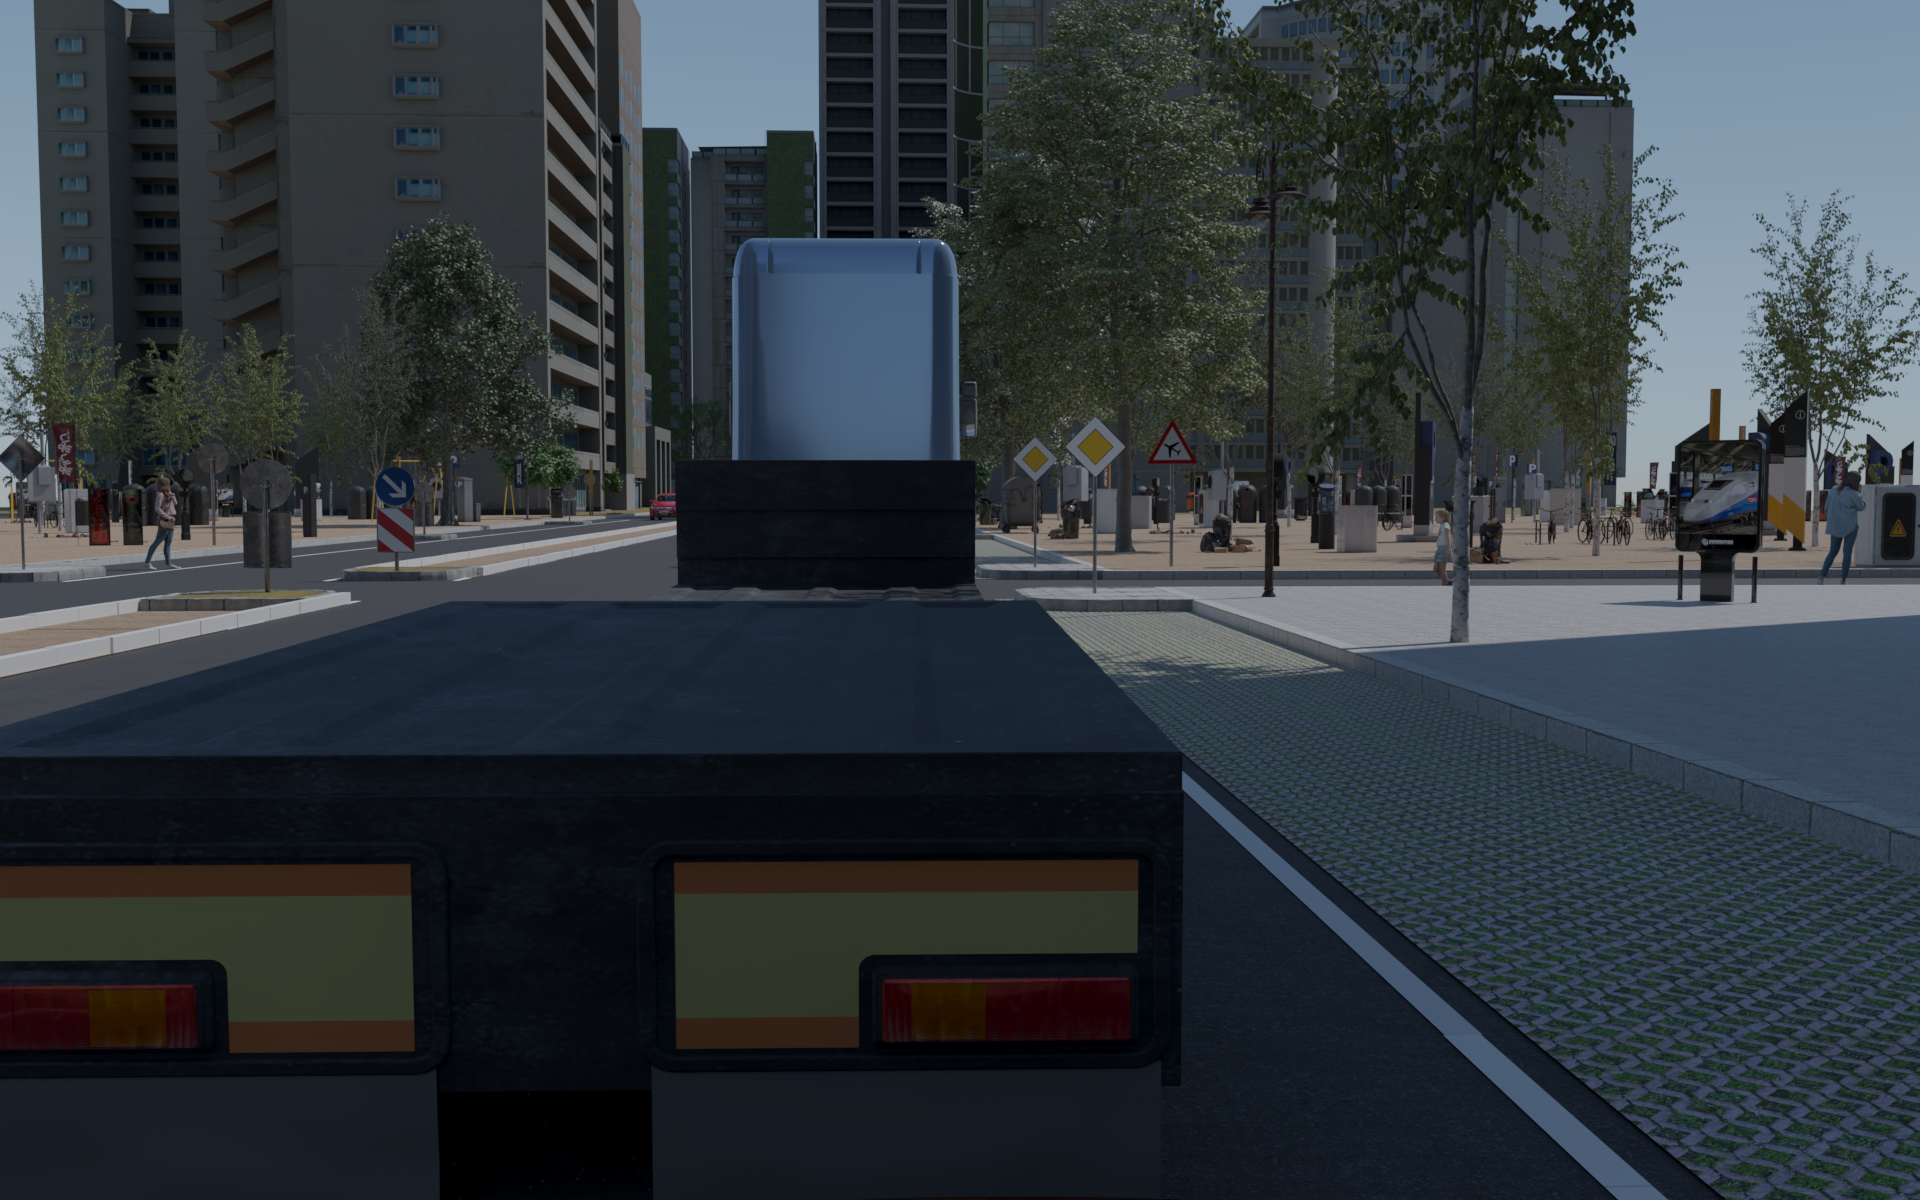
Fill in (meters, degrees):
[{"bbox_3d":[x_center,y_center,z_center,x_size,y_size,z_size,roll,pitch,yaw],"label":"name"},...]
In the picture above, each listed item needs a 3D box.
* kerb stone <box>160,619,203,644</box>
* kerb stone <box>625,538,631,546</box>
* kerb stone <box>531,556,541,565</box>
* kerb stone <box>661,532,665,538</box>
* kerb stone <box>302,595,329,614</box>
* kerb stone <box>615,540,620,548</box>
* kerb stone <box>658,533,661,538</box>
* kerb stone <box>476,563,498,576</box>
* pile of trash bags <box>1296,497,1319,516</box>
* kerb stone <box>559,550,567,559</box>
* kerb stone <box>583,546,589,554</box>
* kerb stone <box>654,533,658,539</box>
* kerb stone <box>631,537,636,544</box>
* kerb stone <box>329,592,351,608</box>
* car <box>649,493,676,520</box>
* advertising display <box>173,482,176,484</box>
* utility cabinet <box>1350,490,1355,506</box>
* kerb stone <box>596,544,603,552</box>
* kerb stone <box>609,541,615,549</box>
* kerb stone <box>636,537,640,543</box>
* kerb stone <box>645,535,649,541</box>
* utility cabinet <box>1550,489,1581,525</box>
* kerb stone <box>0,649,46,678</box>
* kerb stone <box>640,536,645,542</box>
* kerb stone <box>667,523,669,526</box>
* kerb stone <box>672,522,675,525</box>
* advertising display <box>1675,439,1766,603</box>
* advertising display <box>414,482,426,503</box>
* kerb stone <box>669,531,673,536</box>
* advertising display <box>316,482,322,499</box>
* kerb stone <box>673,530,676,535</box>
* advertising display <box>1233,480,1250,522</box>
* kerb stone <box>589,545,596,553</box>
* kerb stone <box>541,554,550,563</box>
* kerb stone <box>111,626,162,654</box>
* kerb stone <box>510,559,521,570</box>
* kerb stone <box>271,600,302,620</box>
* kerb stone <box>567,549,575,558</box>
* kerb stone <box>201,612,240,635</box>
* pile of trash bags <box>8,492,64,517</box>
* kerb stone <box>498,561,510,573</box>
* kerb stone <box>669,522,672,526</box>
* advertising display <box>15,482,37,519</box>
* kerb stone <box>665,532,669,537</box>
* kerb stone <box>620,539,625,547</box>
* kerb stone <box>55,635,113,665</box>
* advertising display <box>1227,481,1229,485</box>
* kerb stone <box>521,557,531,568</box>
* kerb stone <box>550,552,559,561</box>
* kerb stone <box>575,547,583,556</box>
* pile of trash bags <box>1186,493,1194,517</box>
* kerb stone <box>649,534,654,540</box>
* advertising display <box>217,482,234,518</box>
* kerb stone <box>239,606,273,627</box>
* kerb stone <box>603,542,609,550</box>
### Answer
[{"bbox_3d":[-7.717,0.317,17.012,0.120,0.150,1.000,0,4,-3],"label":"kerb stone"},{"bbox_3d":[-9.376,-1.595,48.278,0.120,0.150,1.000,0,4,-3],"label":"kerb stone"},{"bbox_3d":[-8.667,-0.781,34.965,0.120,0.150,1.000,0,4,-3],"label":"kerb stone"},{"bbox_3d":[-9.818,-2.097,56.477,0.120,0.150,1.000,0,4,-3],"label":"kerb stone"},{"bbox_3d":[-7.934,0.067,21.104,0.120,0.150,1.000,0,4,-3],"label":"kerb stone"},{"bbox_3d":[-9.272,-1.470,46.226,0.120,0.150,1.000,0,4,-3],"label":"kerb stone"},{"bbox_3d":[-9.763,-2.034,55.446,0.120,0.150,1.000,0,4,-3],"label":"kerb stone"},{"bbox_3d":[-8.447,-0.531,30.870,0.120,0.150,1.000,0,4,-3],"label":"kerb stone"},{"bbox_3d":[19.742,-5.634,101.868,3.447,1.369,1.912,-2,4,-33],"label":"pile of trash bags"},{"bbox_3d":[-8.843,-0.969,38.039,0.120,0.150,1.000,0,4,-3],"label":"kerb stone"},{"bbox_3d":[-8.999,-1.157,41.116,0.120,0.150,1.000,0,4,-3],"label":"kerb stone"},{"bbox_3d":[-9.702,-1.971,54.425,0.120,0.150,1.000,0,4,-3],"label":"kerb stone"},{"bbox_3d":[-9.437,-1.658,49.311,0.120,0.150,1.000,0,4,-3],"label":"kerb stone"},{"bbox_3d":[-7.994,0.006,22.124,0.120,0.150,1.000,0,4,-3],"label":"kerb stone"},{"bbox_3d":[-16.089,-5.325,96.097,2.155,1.783,4.494,0,4,-1],"label":"car"},{"bbox_3d":[-40.286,-5.177,89.861,0.123,1.923,0.974,3,4,39],"label":"advertising display"},{"bbox_3d":[23.133,-5.612,100.428,1.173,1.500,0.318,-3,4,-37],"label":"utility cabinet"},{"bbox_3d":[-9.098,-1.282,43.161,0.120,0.150,1.000,0,4,-3],"label":"kerb stone"},{"bbox_3d":[-9.218,-1.407,45.202,0.120,0.150,1.000,0,4,-3],"label":"kerb stone"},{"bbox_3d":[-9.493,-1.717,50.332,0.120,0.150,1.000,0,4,-3],"label":"kerb stone"},{"bbox_3d":[-9.596,-1.844,52.384,0.120,0.150,1.000,0,4,-3],"label":"kerb stone"},{"bbox_3d":[24.541,-3.764,70.214,1.173,1.500,0.318,1,4,15],"label":"utility cabinet"},{"bbox_3d":[-7.554,0.508,13.936,0.120,0.150,1.000,0,4,-3],"label":"kerb stone"},{"bbox_3d":[-9.540,-1.784,51.358,0.120,0.150,1.000,0,4,-3],"label":"kerb stone"},{"bbox_3d":[-12.945,-3.279,75.800,0.120,0.150,1.000,0,4,-3],"label":"kerb stone"},{"bbox_3d":[-13.054,-3.404,77.846,0.120,0.150,1.000,0,4,-3],"label":"kerb stone"},{"bbox_3d":[9.045,-0.944,20.644,0.974,1.923,0.123,3,5,41],"label":"advertising display"},{"bbox_3d":[-28.647,-5.303,91.923,0.974,1.923,0.123,3,5,41],"label":"advertising display"},{"bbox_3d":[-9.918,-2.223,58.533,0.120,0.150,1.000,0,4,-3],"label":"kerb stone"},{"bbox_3d":[-34.728,-5.383,93.226,0.123,1.923,0.974,1,4,17],"label":"advertising display"},{"bbox_3d":[-9.976,-2.276,59.555,0.120,0.150,1.000,0,4,-3],"label":"kerb stone"},{"bbox_3d":[13.110,-4.629,80.904,0.974,1.923,0.123,-2,4,-30],"label":"advertising display"},{"bbox_3d":[-9.054,-1.215,42.137,0.120,0.150,1.000,0,4,-3],"label":"kerb stone"},{"bbox_3d":[-8.718,-0.835,35.990,0.120,0.150,1.000,0,4,-3],"label":"kerb stone"},{"bbox_3d":[-7.659,0.380,15.985,0.120,0.150,1.000,0,4,-3],"label":"kerb stone"},{"bbox_3d":[-8.564,-0.656,32.923,0.120,0.150,1.000,0,4,-3],"label":"kerb stone"},{"bbox_3d":[-7.881,0.130,20.078,0.120,0.150,1.000,0,4,-3],"label":"kerb stone"},{"bbox_3d":[-8.896,-1.027,39.063,0.120,0.150,1.000,0,4,-3],"label":"kerb stone"},{"bbox_3d":[-7.771,0.255,18.037,0.120,0.150,1.000,0,4,-3],"label":"kerb stone"},{"bbox_3d":[-51.290,-5.257,95.700,3.447,1.369,1.912,1,4,22],"label":"pile of trash bags"},{"bbox_3d":[-8.504,-0.590,31.891,0.120,0.150,1.000,0,4,-3],"label":"kerb stone"},{"bbox_3d":[-13.006,-3.334,76.825,0.120,0.150,1.000,0,4,-3],"label":"kerb stone"},{"bbox_3d":[-48.755,-5.212,90.437,0.123,1.923,0.974,3,5,41],"label":"advertising display"},{"bbox_3d":[-9.868,-2.157,57.512,0.120,0.150,1.000,0,4,-3],"label":"kerb stone"},{"bbox_3d":[-9.332,-1.532,47.246,0.120,0.150,1.000,0,4,-3],"label":"kerb stone"},{"bbox_3d":[-7.618,0.443,14.956,0.120,0.150,1.000,0,4,-3],"label":"kerb stone"},{"bbox_3d":[13.826,-5.073,88.164,0.123,1.923,0.974,-2,4,-27],"label":"advertising display"},{"bbox_3d":[-8.622,-0.719,33.944,0.120,0.150,1.000,0,4,-3],"label":"kerb stone"},{"bbox_3d":[-8.774,-0.906,37.010,0.120,0.150,1.000,0,4,-3],"label":"kerb stone"},{"bbox_3d":[-8.941,-1.095,40.094,0.120,0.150,1.000,0,4,-3],"label":"kerb stone"},{"bbox_3d":[14.564,-5.489,99.497,3.447,1.369,1.912,-1,4,-19],"label":"pile of trash bags"},{"bbox_3d":[-9.652,-1.907,53.405,0.120,0.150,1.000,0,4,-3],"label":"kerb stone"},{"bbox_3d":[-40.190,-5.474,94.719,0.123,1.923,0.974,3,4,38],"label":"advertising display"},{"bbox_3d":[-7.825,0.192,19.057,0.120,0.150,1.000,0,4,-3],"label":"kerb stone"},{"bbox_3d":[-9.158,-1.343,44.182,0.120,0.150,1.000,0,4,-3],"label":"kerb stone"}]
